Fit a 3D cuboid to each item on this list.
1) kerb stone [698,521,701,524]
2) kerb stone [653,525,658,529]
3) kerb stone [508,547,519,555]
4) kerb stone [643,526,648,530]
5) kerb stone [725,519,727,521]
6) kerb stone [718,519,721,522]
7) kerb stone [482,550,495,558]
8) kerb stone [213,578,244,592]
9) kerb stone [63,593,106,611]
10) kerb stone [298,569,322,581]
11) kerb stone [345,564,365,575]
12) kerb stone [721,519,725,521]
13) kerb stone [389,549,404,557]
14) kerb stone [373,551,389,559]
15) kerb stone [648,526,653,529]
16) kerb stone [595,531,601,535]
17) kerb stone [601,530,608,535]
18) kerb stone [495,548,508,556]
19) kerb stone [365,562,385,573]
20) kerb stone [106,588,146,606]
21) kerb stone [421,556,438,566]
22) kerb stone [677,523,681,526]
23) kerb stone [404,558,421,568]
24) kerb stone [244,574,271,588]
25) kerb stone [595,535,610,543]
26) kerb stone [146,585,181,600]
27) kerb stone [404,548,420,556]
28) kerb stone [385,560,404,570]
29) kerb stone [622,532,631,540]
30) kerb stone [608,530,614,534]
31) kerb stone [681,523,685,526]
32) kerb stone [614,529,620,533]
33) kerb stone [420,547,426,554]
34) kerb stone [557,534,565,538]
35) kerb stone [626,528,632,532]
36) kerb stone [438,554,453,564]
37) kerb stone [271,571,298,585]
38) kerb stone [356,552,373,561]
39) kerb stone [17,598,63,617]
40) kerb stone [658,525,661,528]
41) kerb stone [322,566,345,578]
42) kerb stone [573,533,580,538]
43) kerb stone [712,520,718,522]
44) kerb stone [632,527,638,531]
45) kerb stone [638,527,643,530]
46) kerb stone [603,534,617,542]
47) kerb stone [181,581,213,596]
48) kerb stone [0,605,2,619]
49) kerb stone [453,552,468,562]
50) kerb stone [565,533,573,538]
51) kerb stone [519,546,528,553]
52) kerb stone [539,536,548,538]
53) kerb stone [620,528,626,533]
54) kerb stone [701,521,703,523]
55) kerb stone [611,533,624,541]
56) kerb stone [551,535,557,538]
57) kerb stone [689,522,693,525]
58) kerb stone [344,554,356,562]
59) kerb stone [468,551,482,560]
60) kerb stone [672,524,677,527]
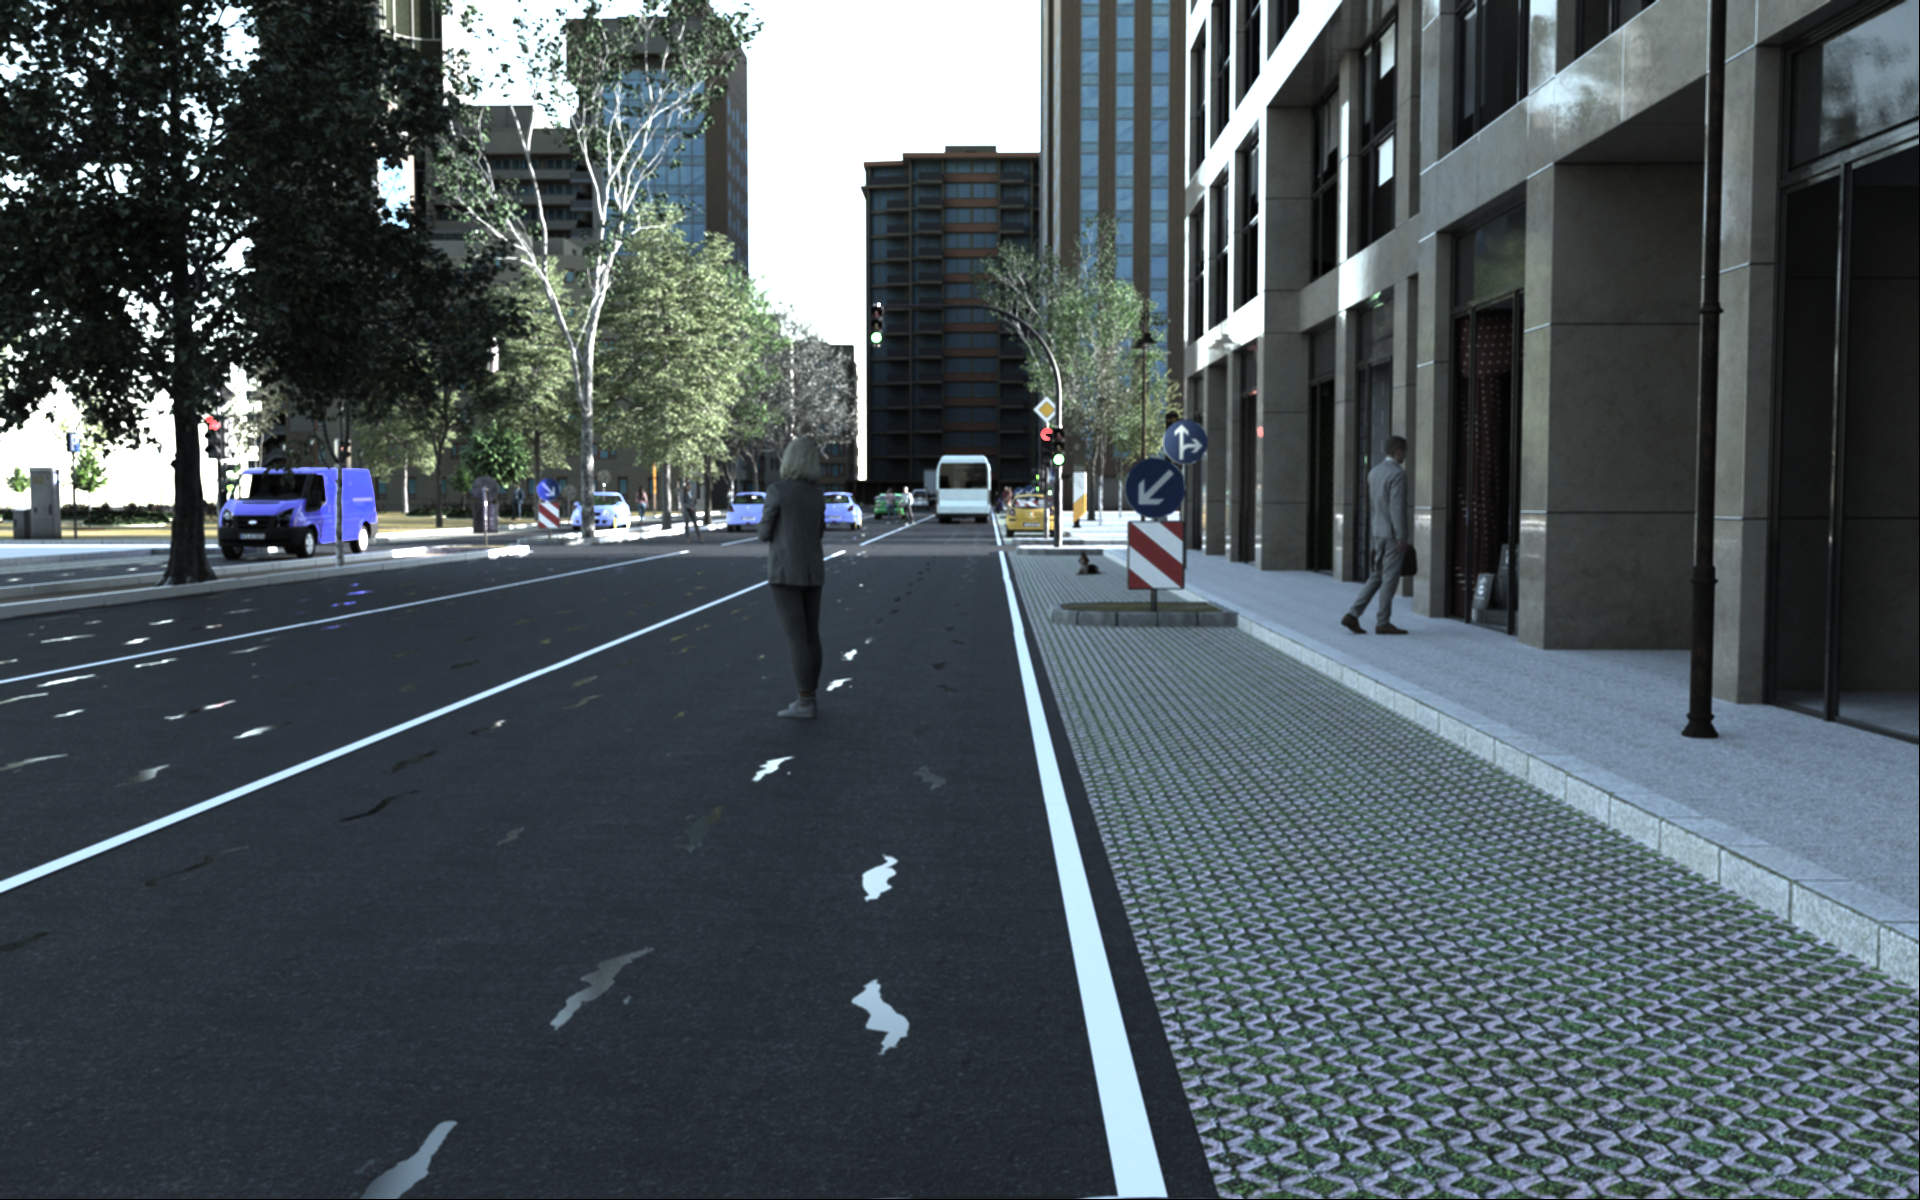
[{"bbox_3d":[-12.192,-3.519,79.733,0.120,0.150,1.000,0,4,1],"label":"kerb stone"},{"bbox_3d":[-12.356,-2.892,69.485,0.120,0.150,1.000,0,4,1],"label":"kerb stone"},{"bbox_3d":[-10.722,-1.158,41.135,0.120,0.150,1.000,0,4,1],"label":"kerb stone"},{"bbox_3d":[-12.390,-2.765,67.437,0.120,0.150,1.000,0,4,1],"label":"kerb stone"},{"bbox_3d":[-12.062,-4.020,87.925,0.120,0.150,1.000,0,4,1],"label":"kerb stone"},{"bbox_3d":[-12.091,-3.895,85.876,0.120,0.150,1.000,0,4,1],"label":"kerb stone"},{"bbox_3d":[-10.751,-1.030,39.084,0.120,0.150,1.000,0,4,1],"label":"kerb stone"},{"bbox_3d":[-10.972,-0.219,25.776,0.120,0.150,1.000,0,4,1],"label":"kerb stone"},{"bbox_3d":[-11.042,0.032,21.689,0.120,0.150,1.000,0,4,1],"label":"kerb stone"},{"bbox_3d":[-10.922,-0.407,28.843,0.120,0.150,1.000,0,4,1],"label":"kerb stone"},{"bbox_3d":[-10.892,-0.532,30.891,0.120,0.150,1.000,0,4,1],"label":"kerb stone"},{"bbox_3d":[-12.078,-3.957,86.898,0.120,0.150,1.000,0,4,1],"label":"kerb stone"},{"bbox_3d":[-12.864,-1.041,39.211,0.120,0.150,1.000,0,4,1],"label":"kerb stone"},{"bbox_3d":[-12.873,-0.978,38.189,0.120,0.150,1.000,0,4,1],"label":"kerb stone"},{"bbox_3d":[-12.377,-2.830,68.459,0.120,0.150,1.000,0,4,1],"label":"kerb stone"},{"bbox_3d":[-12.529,-2.265,59.234,0.120,0.150,1.000,0,4,1],"label":"kerb stone"},{"bbox_3d":[-12.505,-2.328,60.256,0.120,0.150,1.000,0,4,1],"label":"kerb stone"},{"bbox_3d":[-10.730,-1.093,40.106,0.120,0.150,1.000,0,4,1],"label":"kerb stone"},{"bbox_3d":[-10.880,-0.594,31.914,0.120,0.150,1.000,0,4,1],"label":"kerb stone"},{"bbox_3d":[-11.018,-0.032,22.711,0.120,0.150,1.000,0,4,1],"label":"kerb stone"},{"bbox_3d":[-10.823,-0.782,34.989,0.120,0.150,1.000,0,4,1],"label":"kerb stone"},{"bbox_3d":[-12.270,-3.206,74.620,0.120,0.150,1.000,0,4,1],"label":"kerb stone"},{"bbox_3d":[-10.838,-0.719,33.957,0.120,0.150,1.000,0,4,1],"label":"kerb stone"},{"bbox_3d":[-10.962,-0.272,26.800,0.120,0.150,1.000,0,4,1],"label":"kerb stone"},{"bbox_3d":[-10.562,-1.758,51.002,0.120,0.150,1.000,0,4,1],"label":"kerb stone"},{"bbox_3d":[-11.007,-0.094,23.733,0.120,0.150,1.000,0,4,1],"label":"kerb stone"},{"bbox_3d":[-12.833,-1.102,40.240,0.120,0.150,1.000,0,4,1],"label":"kerb stone"},{"bbox_3d":[-10.855,-0.657,32.935,0.120,0.150,1.000,0,4,1],"label":"kerb stone"},{"bbox_3d":[-10.505,-1.944,54.082,0.120,0.150,1.000,0,4,1],"label":"kerb stone"},{"bbox_3d":[-12.491,-2.390,61.278,0.120,0.150,1.000,0,4,1],"label":"kerb stone"},{"bbox_3d":[-12.257,-3.267,75.642,0.120,0.150,1.000,0,4,1],"label":"kerb stone"},{"bbox_3d":[-12.481,-2.453,62.304,0.120,0.150,1.000,0,4,1],"label":"kerb stone"},{"bbox_3d":[-12.820,-1.166,41.262,0.120,0.150,1.000,0,4,1],"label":"kerb stone"},{"bbox_3d":[-12.610,-1.952,54.114,0.120,0.150,1.000,0,4,1],"label":"kerb stone"},{"bbox_3d":[-12.443,-2.579,64.354,0.120,0.150,1.000,0,4,1],"label":"kerb stone"},{"bbox_3d":[-10.807,-0.844,36.012,0.120,0.150,1.000,0,4,1],"label":"kerb stone"},{"bbox_3d":[-10.939,-0.343,27.821,0.120,0.150,1.000,0,4,1],"label":"kerb stone"},{"bbox_3d":[-12.887,-0.915,37.156,0.120,0.150,1.000,0,4,1],"label":"kerb stone"},{"bbox_3d":[-11.059,0.094,20.658,0.120,0.150,1.000,0,4,1],"label":"kerb stone"},{"bbox_3d":[-12.341,-2.955,70.507,0.120,0.150,1.000,0,4,1],"label":"kerb stone"},{"bbox_3d":[-10.903,-0.467,29.865,0.120,0.150,1.000,0,4,1],"label":"kerb stone"},{"bbox_3d":[-12.582,-2.078,56.168,0.120,0.150,1.000,0,4,1],"label":"kerb stone"},{"bbox_3d":[-12.100,-3.832,84.846,0.120,0.150,1.000,0,4,1],"label":"kerb stone"},{"bbox_3d":[-12.428,-2.639,65.381,0.120,0.150,1.000,0,4,1],"label":"kerb stone"},{"bbox_3d":[-12.412,-2.704,66.411,0.120,0.150,1.000,0,4,1],"label":"kerb stone"},{"bbox_3d":[-10.544,-1.825,52.028,0.120,0.150,1.000,0,4,1],"label":"kerb stone"},{"bbox_3d":[-10.995,-0.149,24.755,0.120,0.150,1.000,0,4,1],"label":"kerb stone"},{"bbox_3d":[-11.067,0.157,19.636,0.120,0.150,1.000,0,4,1],"label":"kerb stone"},{"bbox_3d":[-10.790,-0.906,37.034,0.120,0.150,1.000,0,4,1],"label":"kerb stone"},{"bbox_3d":[-12.591,-2.010,55.136,0.120,0.150,1.000,0,4,1],"label":"kerb stone"},{"bbox_3d":[-10.702,-1.221,42.157,0.120,0.150,1.000,0,4,1],"label":"kerb stone"},{"bbox_3d":[-12.636,-1.827,52.065,0.120,0.150,1.000,0,4,1],"label":"kerb stone"},{"bbox_3d":[-12.458,-2.512,63.327,0.120,0.150,1.000,0,4,1],"label":"kerb stone"},{"bbox_3d":[-12.176,-3.578,80.756,0.120,0.150,1.000,0,4,1],"label":"kerb stone"},{"bbox_3d":[-10.525,-1.886,53.059,0.120,0.150,1.000,0,4,1],"label":"kerb stone"},{"bbox_3d":[-12.627,-1.887,53.092,0.120,0.150,1.000,0,4,1],"label":"kerb stone"},{"bbox_3d":[-12.225,-3.387,77.690,0.120,0.150,1.000,0,4,1],"label":"kerb stone"},{"bbox_3d":[-12.902,-0.852,36.121,0.120,0.150,1.000,0,4,1],"label":"kerb stone"},{"bbox_3d":[-10.767,-0.970,38.056,0.120,0.150,1.000,0,4,1],"label":"kerb stone"},{"bbox_3d":[-12.295,-3.144,73.597,0.120,0.150,1.000,0,4,1],"label":"kerb stone"}]
